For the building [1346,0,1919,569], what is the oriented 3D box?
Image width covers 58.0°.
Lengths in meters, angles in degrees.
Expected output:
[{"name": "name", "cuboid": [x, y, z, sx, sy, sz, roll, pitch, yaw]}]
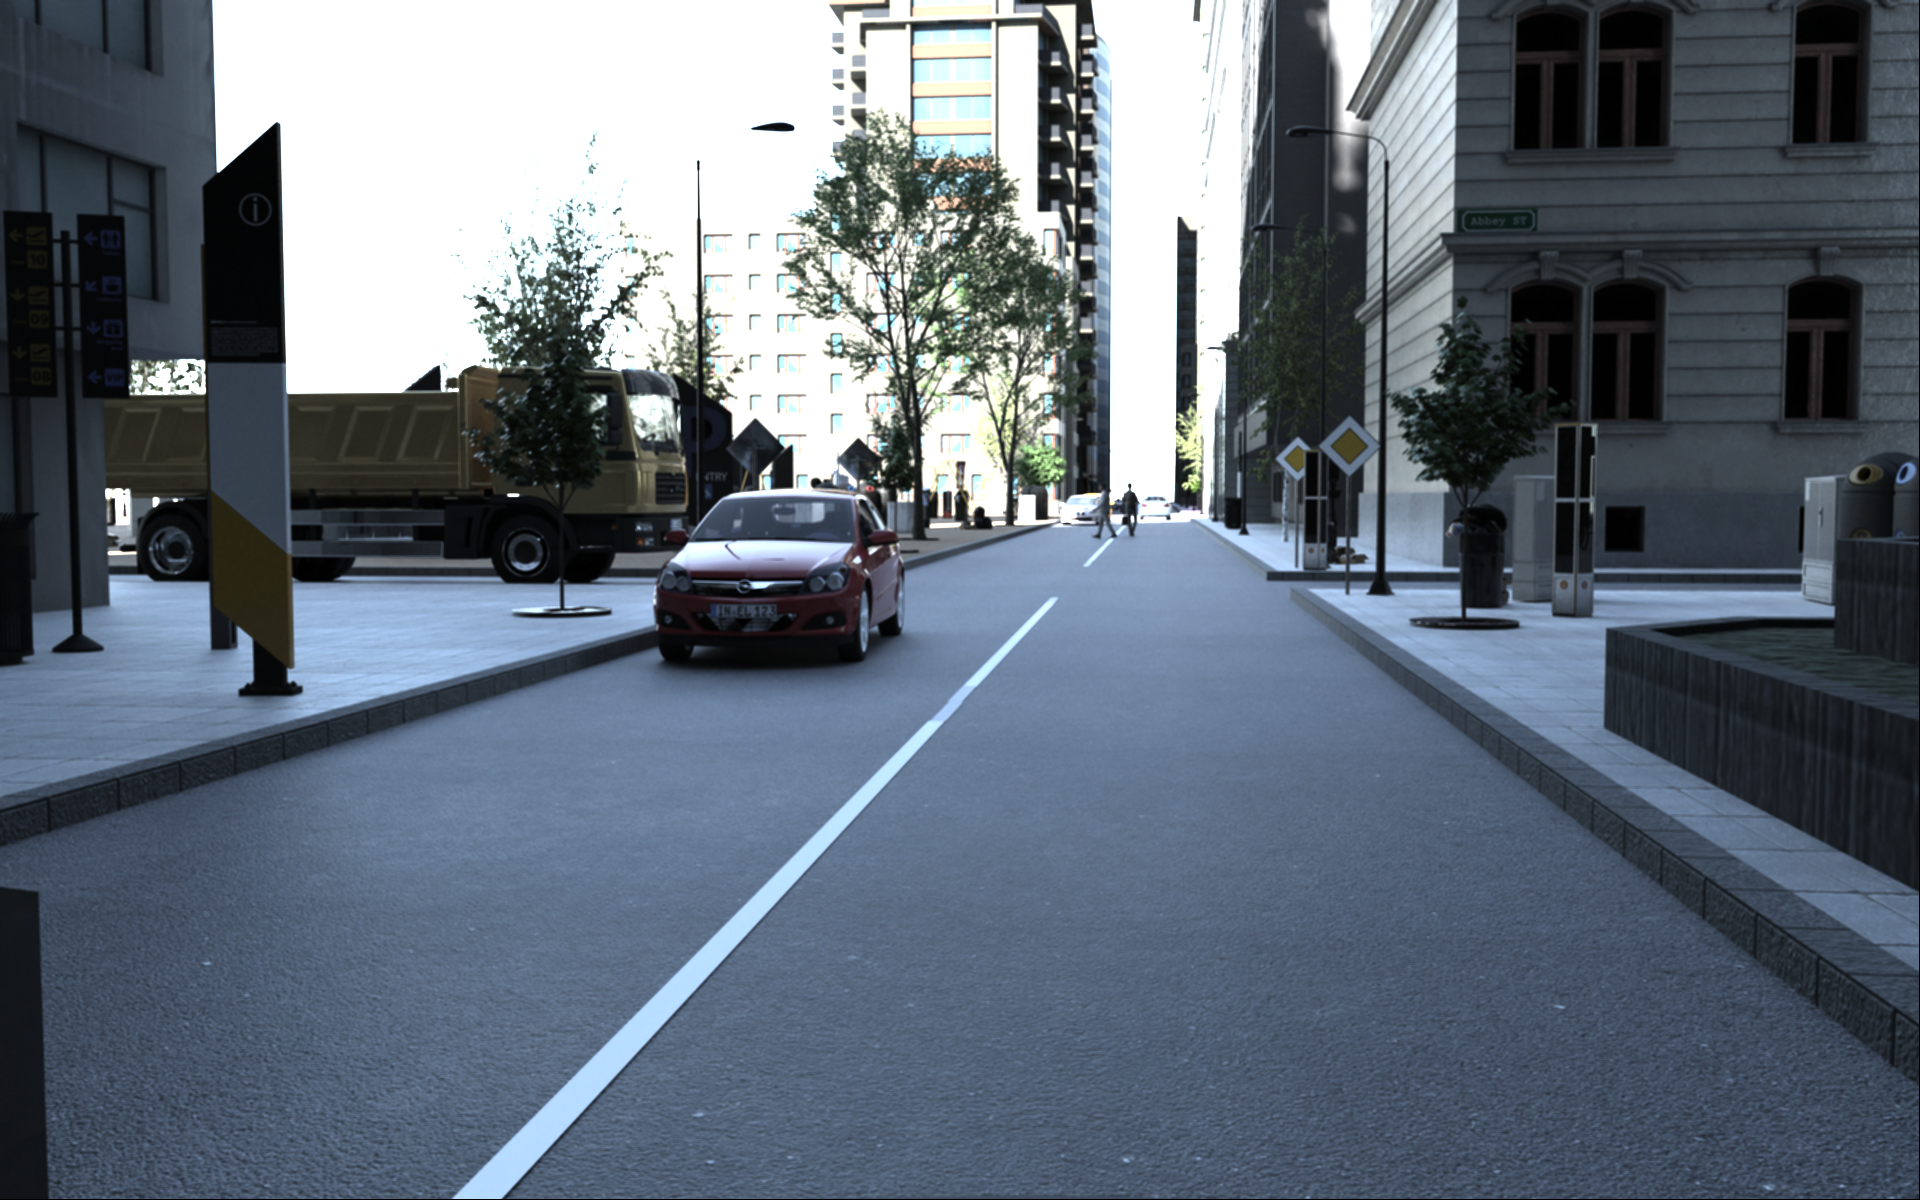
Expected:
[{"name": "building", "cuboid": [20.204, -15.107, 34.394, 23.554, 28.519, 14.401, 0, 4, 6]}]

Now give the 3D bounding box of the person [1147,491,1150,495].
[{"name": "person", "cuboid": [20.795, -11.071, 190.237, 0.721, 1.736, 1.217, 2, 4, 23]}]

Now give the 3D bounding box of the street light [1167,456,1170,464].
[{"name": "street light", "cuboid": [22.600, -12.732, 180.710, 1.470, 5.913, 1.316, 0, 4, 6]}]

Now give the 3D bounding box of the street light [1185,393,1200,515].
[{"name": "street light", "cuboid": [11.271, -6.575, 80.038, 1.470, 5.913, 1.316, 0, 4, 6]}]

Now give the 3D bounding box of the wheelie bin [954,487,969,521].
[{"name": "wheelie bin", "cuboid": [0.098, -4.543, 82.192, 0.693, 1.594, 0.980, 1, 4, 11]}]

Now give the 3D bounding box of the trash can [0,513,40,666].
[{"name": "trash can", "cuboid": [-7.336, -0.085, 13.046, 0.748, 1.137, 0.748, 0, 3, 0]}]

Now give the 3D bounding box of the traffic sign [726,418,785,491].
[{"name": "traffic sign", "cuboid": [-2.704, -1.179, 22.911, 0.795, 2.450, 0.064, 0, 4, 6]}]

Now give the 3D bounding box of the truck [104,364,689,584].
[{"name": "truck", "cuboid": [-8.426, -1.922, 27.352, 9.791, 3.379, 3.469, 0, 4, 8]}]

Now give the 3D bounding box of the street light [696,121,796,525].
[{"name": "street light", "cuboid": [-2.746, -3.013, 21.811, 1.470, 5.913, 1.316, 0, 4, 6]}]

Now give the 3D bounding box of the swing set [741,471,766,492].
[{"name": "swing set", "cuboid": [-13.940, -6.615, 105.783, 3.119, 2.851, 2.862, -2, 4, -31]}]

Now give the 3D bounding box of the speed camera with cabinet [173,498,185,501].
[{"name": "speed camera with cabinet", "cuboid": [-29.863, -4.463, 67.302, 2.038, 3.252, 0.660, 1, 4, 21]}]

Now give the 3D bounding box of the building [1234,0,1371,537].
[{"name": "building", "cuboid": [17.588, -16.414, 61.871, 14.314, 27.812, 24.014, 0, 4, 6]}]

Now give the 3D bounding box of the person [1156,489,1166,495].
[{"name": "person", "cuboid": [12.421, -5.991, 107.251, 0.742, 1.727, 0.445, 1, 4, 17]}]

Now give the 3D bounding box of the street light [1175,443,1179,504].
[{"name": "street light", "cuboid": [17.180, -9.688, 130.944, 1.470, 5.913, 1.316, 0, 4, 6]}]

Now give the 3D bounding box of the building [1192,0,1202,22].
[{"name": "building", "cuboid": [36.558, -35.163, 164.152, 28.713, 52.752, 27.495, 0, 4, 6]}]

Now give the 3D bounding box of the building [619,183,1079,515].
[{"name": "building", "cuboid": [-6.080, -16.952, 122.208, 27.650, 21.520, 28.899, 0, 4, 6]}]

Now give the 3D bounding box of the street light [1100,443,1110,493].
[{"name": "street light", "cuboid": [12.506, -11.237, 156.273, 1.470, 5.913, 1.316, 0, 4, 6]}]

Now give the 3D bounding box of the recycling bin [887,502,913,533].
[{"name": "recycling bin", "cuboid": [-1.947, -2.711, 56.874, 0.722, 1.027, 0.722, 1, 4, 14]}]

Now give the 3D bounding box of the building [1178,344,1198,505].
[{"name": "building", "cuboid": [40.935, -22.465, 212.340, 27.650, 21.520, 28.899, 0, 4, 6]}]

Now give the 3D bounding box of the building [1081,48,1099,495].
[{"name": "building", "cuboid": [6.014, -31.906, 171.777, 14.600, 45.320, 14.200, 0, 4, 6]}]

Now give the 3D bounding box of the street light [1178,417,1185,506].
[{"name": "street light", "cuboid": [14.308, -8.168, 106.085, 1.470, 5.913, 1.316, 0, 4, 6]}]

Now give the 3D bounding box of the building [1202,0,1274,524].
[{"name": "building", "cuboid": [18.491, -19.036, 88.738, 11.434, 29.767, 29.804, 0, 4, 6]}]

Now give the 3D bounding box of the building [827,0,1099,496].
[{"name": "building", "cuboid": [0.661, -30.332, 150.547, 22.147, 44.769, 28.867, 0, 4, 6]}]

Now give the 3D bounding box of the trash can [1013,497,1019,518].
[{"name": "trash can", "cuboid": [2.856, -4.917, 92.049, 0.748, 1.137, 0.748, 0, 3, 0]}]

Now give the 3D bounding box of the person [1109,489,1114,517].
[{"name": "person", "cuboid": [9.580, -6.071, 108.556, 0.721, 1.735, 1.217, 0, 4, 6]}]

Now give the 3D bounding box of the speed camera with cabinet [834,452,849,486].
[{"name": "speed camera with cabinet", "cuboid": [-5.373, -5.319, 81.298, 0.660, 3.252, 2.038, -1, 4, -19]}]

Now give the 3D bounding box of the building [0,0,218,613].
[{"name": "building", "cuboid": [-16.100, -20.345, 16.239, 14.086, 41.232, 14.154, 0, 4, 6]}]

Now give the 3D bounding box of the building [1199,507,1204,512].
[{"name": "building", "cuboid": [28.190, -42.078, 126.222, 20.563, 71.187, 20.611, 0, 4, 6]}]

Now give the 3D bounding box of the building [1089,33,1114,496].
[{"name": "building", "cuboid": [8.227, -41.324, 217.639, 21.231, 58.520, 28.212, 0, 4, 6]}]

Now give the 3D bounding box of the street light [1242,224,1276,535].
[{"name": "street light", "cuboid": [5.709, -3.506, 29.866, 1.470, 5.913, 1.316, 0, 4, 6]}]

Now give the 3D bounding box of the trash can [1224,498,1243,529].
[{"name": "trash can", "cuboid": [10.051, -3.182, 63.672, 0.748, 1.137, 0.748, 0, 3, 0]}]

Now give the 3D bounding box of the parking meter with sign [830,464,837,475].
[{"name": "parking meter with sign", "cuboid": [-6.959, -6.426, 101.326, 0.543, 3.016, 1.738, 1, 4, 23]}]

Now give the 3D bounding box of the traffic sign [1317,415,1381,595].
[{"name": "traffic sign", "cuboid": [4.939, -1.125, 22.033, 0.795, 2.450, 0.064, 0, 4, 6]}]

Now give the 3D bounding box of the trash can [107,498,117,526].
[{"name": "trash can", "cuboid": [-34.661, -3.595, 70.435, 0.748, 1.137, 0.748, 0, 3, 0]}]

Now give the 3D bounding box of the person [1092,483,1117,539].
[{"name": "person", "cuboid": [4.655, -2.875, 55.783, 0.850, 1.792, 0.678, 1, 4, 11]}]

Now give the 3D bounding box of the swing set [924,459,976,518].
[{"name": "swing set", "cuboid": [-0.523, -4.961, 78.725, 2.862, 2.851, 3.119, 0, 4, -5]}]

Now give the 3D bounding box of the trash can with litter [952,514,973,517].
[{"name": "trash can with litter", "cuboid": [0.010, -5.293, 97.598, 1.678, 1.210, 2.233, 2, 4, 32]}]

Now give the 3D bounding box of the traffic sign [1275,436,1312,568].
[{"name": "traffic sign", "cuboid": [5.833, -1.610, 29.968, 0.795, 2.450, 0.064, 0, 4, 6]}]

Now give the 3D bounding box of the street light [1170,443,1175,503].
[{"name": "street light", "cuboid": [19.933, -11.227, 156.106, 1.470, 5.913, 1.316, 0, 4, 6]}]

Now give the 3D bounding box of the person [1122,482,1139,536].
[{"name": "person", "cuboid": [5.800, -3.091, 58.999, 0.622, 1.834, 0.822, 1, 4, 20]}]

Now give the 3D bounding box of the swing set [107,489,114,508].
[{"name": "swing set", "cuboid": [-26.756, -3.686, 57.893, 2.862, 2.851, 3.119, 1, 4, 14]}]

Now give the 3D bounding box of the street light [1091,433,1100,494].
[{"name": "street light", "cuboid": [9.703, -9.734, 131.684, 1.470, 5.913, 1.316, 0, 4, 6]}]

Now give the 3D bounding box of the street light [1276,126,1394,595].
[{"name": "street light", "cuboid": [4.828, -3.025, 21.996, 1.470, 5.913, 1.316, 0, 4, 6]}]

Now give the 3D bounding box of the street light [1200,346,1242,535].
[{"name": "street light", "cuboid": [8.410, -5.011, 54.467, 1.470, 5.913, 1.316, 0, 4, 6]}]

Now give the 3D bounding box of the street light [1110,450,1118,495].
[{"name": "street light", "cuboid": [16.214, -13.263, 189.392, 1.470, 5.913, 1.316, 0, 4, 6]}]

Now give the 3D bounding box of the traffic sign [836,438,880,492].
[{"name": "traffic sign", "cuboid": [-1.811, -1.664, 30.846, 0.795, 2.450, 0.064, 0, 4, 6]}]

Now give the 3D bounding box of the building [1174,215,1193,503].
[{"name": "building", "cuboid": [38.739, -34.943, 254.916, 14.154, 41.232, 14.086, 0, 4, 6]}]

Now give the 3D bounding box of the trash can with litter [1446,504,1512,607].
[{"name": "trash can with litter", "cuboid": [5.971, -0.517, 19.841, 0.624, 1.170, 1.055, 2, 4, 26]}]

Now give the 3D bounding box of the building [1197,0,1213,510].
[{"name": "building", "cuboid": [26.991, -28.202, 144.695, 14.154, 41.232, 14.086, 0, 4, 6]}]

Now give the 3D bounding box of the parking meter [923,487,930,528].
[{"name": "parking meter", "cuboid": [-1.328, -3.504, 65.709, 0.372, 1.533, 0.369, 0, 3, 0]}]

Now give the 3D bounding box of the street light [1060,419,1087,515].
[{"name": "street light", "cuboid": [6.908, -8.207, 106.725, 1.470, 5.913, 1.316, 0, 4, 6]}]
